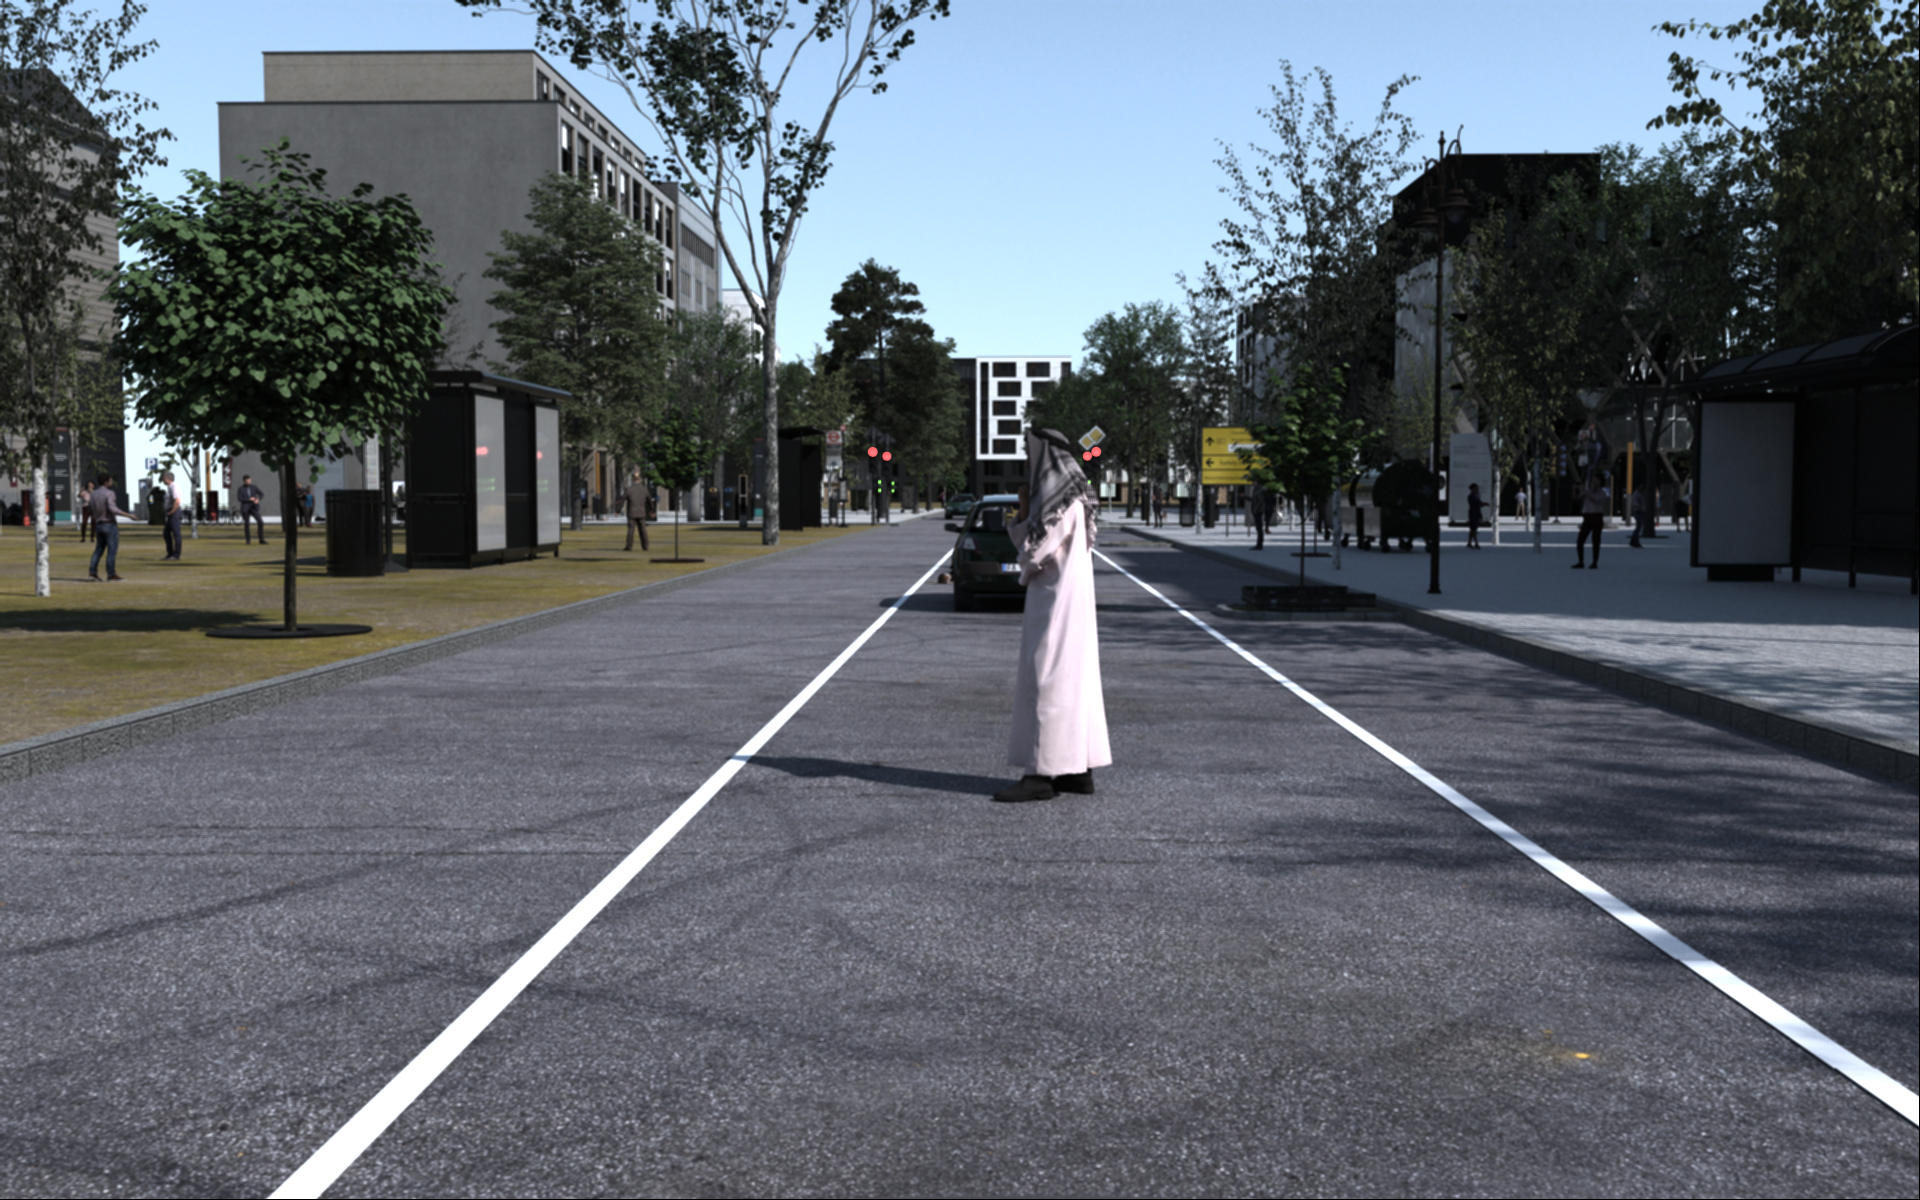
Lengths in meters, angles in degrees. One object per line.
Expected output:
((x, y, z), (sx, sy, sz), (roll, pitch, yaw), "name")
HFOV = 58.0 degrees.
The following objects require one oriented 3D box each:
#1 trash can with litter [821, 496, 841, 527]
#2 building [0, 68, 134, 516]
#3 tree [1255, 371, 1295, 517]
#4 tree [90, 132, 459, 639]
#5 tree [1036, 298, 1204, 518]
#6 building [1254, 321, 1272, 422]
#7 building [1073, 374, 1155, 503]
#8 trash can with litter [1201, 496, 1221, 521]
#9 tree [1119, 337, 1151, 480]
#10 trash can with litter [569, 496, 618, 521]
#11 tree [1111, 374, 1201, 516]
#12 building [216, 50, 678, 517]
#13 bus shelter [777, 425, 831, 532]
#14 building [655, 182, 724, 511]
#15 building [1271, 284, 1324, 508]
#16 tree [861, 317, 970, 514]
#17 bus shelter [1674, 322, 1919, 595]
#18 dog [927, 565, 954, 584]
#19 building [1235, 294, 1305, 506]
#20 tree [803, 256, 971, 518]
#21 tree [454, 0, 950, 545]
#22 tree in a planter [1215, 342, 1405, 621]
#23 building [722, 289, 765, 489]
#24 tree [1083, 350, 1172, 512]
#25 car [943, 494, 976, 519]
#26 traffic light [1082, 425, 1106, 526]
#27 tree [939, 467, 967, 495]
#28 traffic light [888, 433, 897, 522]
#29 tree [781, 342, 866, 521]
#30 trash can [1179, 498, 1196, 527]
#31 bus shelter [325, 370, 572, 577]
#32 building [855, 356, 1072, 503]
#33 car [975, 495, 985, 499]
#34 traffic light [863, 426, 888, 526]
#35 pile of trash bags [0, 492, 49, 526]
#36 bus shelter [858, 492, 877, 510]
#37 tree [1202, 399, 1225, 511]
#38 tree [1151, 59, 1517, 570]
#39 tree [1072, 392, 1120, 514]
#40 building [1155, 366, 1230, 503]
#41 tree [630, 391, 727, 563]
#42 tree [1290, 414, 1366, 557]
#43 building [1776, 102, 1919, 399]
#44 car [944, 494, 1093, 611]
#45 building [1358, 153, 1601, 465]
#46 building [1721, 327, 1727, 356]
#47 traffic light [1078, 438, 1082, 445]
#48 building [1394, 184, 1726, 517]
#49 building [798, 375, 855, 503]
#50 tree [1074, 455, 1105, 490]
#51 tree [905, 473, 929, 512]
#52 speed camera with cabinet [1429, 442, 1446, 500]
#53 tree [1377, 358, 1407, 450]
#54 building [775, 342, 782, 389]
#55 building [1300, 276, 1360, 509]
((-5.299, -3.509, 68.437), (1.678, 1.210, 2.233), (2, 4, 29), "trash can with litter")
((-65.409, -19.470, 105.722), (23.554, 28.519, 14.401), (0, 4, 2), "building")
((18.256, -8.962, 96.890), (4.737, 8.622, 4.395), (0, 3, 0), "tree")
((-6.201, -1.962, 15.796), (4.285, 4.588, 4.351), (0, 3, 0), "tree")
((9.164, -10.181, 92.210), (9.928, 11.665, 9.643), (0, 3, 0), "tree")
((37.327, -19.231, 170.842), (16.016, 20.091, 11.380), (0, 4, 2), "building")
((22.770, -24.886, 263.299), (11.380, 20.091, 16.016), (0, 4, 2), "building")
((11.646, -4.258, 80.998), (1.055, 1.170, 0.624), (1, 4, 19), "trash can with litter")
((7.576, -6.415, 55.256), (4.360, 8.622, 3.978), (0, 3, 0), "tree")
((-17.710, -4.417, 83.267), (2.233, 1.210, 1.678), (1, 4, 22), "trash can with litter")
((11.252, -9.319, 102.726), (4.737, 8.622, 4.395), (0, 3, 0), "tree")
((-31.554, -18.959, 114.487), (19.350, 26.468, 34.151), (0, 4, 2), "building")
((-5.808, -4.340, 62.239), (1.731, 3.624, 6.357), (0, 4, 2), "bus shelter")
((-26.984, -19.783, 141.477), (12.078, 24.808, 19.932), (0, 4, 2), "building")
((37.828, -18.535, 159.464), (16.016, 20.091, 11.380), (0, 4, 2), "building")
((-3.038, -11.840, 111.718), (7.486, 12.596, 7.792), (0, 3, 0), "tree")
((11.483, -1.770, 22.867), (2.014, 3.302, 5.546), (0, 4, 2), "bus shelter")
((-0.224, -0.470, 27.875), (0.748, 0.427, 0.550), (-1, 4, -12), "dog")
((44.388, -21.345, 192.957), (27.936, 21.610, 32.646), (0, 4, 2), "building")
((-4.108, -11.262, 91.550), (7.806, 13.903, 7.818), (0, 3, 0), "tree")
((-6.214, -11.472, 43.459), (12.611, 20.169, 13.585), (0, 3, 0), "tree")
((4.062, -1.421, 20.459), (1.991, 3.239, 1.994), (0, 4, 2), "tree in a planter")
((-34.792, -19.997, 170.932), (27.936, 21.610, 32.646), (0, 4, 2), "building")
((12.469, -12.501, 126.438), (6.751, 12.117, 7.091), (0, 3, 0), "tree")
((0.128, -5.404, 100.159), (2.131, 1.459, 4.920), (0, 4, 3), "car")
((5.464, -4.937, 69.966), (0.839, 4.213, 0.868), (0, 4, 2), "traffic light")
((-0.709, -14.384, 218.893), (4.285, 4.588, 4.351), (0, 3, 0), "tree")
((-3.262, -5.440, 78.191), (0.839, 4.213, 0.868), (0, 4, 2), "traffic light")
((-6.291, -8.126, 83.221), (4.737, 8.622, 4.395), (0, 3, 0), "tree")
((8.875, -3.424, 67.628), (0.748, 1.137, 0.748), (0, 3, 0), "trash can")
((-9.083, -3.254, 30.838), (2.179, 5.291, 8.768), (0, 4, 2), "bus shelter")
((0.624, -26.098, 270.682), (32.646, 21.610, 27.936), (0, 4, 2), "building")
((2.787, -12.669, 219.711), (1.945, 1.354, 3.894), (0, 4, 4), "car")
((-3.494, -4.952, 70.209), (0.839, 4.213, 0.868), (0, 4, 2), "traffic light")
((-38.763, -3.733, 70.795), (1.912, 1.369, 3.447), (2, 4, 35), "pile of trash bags")
((-7.679, -9.484, 146.344), (1.731, 3.624, 6.357), (0, 4, 2), "bus shelter")
((18.566, -11.203, 133.533), (4.737, 8.622, 4.395), (0, 3, 0), "tree")
((6.233, -4.814, 29.077), (4.360, 8.622, 3.978), (0, 3, 0), "tree")
((9.672, -9.973, 113.427), (4.360, 8.622, 3.978), (0, 3, 0), "tree")
((34.329, -24.851, 262.733), (11.380, 20.091, 16.016), (0, 4, 2), "building")
((-5.421, -2.334, 32.757), (1.663, 3.219, 1.824), (0, 3, 0), "tree")
((7.255, -2.513, 35.694), (1.663, 3.219, 1.824), (0, 3, 0), "tree")
((58.198, -16.592, 100.950), (15.834, 23.373, 12.332), (0, 4, 2), "building")
((0.787, -0.784, 22.605), (2.009, 1.686, 4.222), (0, 4, 1), "car")
((35.695, -17.827, 121.142), (12.332, 23.373, 15.834), (0, 4, 2), "building")
((79.938, -21.060, 200.747), (11.380, 20.091, 16.016), (0, 4, 2), "building")
((5.696, -5.425, 77.948), (0.839, 4.213, 0.868), (0, 4, 2), "traffic light")
((36.353, -14.460, 103.881), (16.811, 18.784, 16.820), (0, 4, 2), "building")
((-21.581, -24.955, 264.436), (11.380, 20.091, 16.016), (0, 4, 2), "building")
((9.677, -9.279, 135.431), (4.285, 4.588, 4.351), (0, 3, 0), "tree")
((-2.950, -7.849, 122.927), (1.663, 3.219, 1.824), (0, 3, 0), "tree")
((17.628, -4.370, 65.787), (2.038, 3.252, 0.660), (-3, 5, -39), "speed camera with cabinet")
((23.283, -8.342, 86.752), (4.737, 8.622, 4.395), (0, 3, 0), "tree")
((-27.914, -20.594, 193.135), (16.016, 20.091, 11.380), (0, 4, 2), "building")
((36.551, -16.862, 143.144), (16.820, 18.784, 16.811), (0, 4, 2), "building")
